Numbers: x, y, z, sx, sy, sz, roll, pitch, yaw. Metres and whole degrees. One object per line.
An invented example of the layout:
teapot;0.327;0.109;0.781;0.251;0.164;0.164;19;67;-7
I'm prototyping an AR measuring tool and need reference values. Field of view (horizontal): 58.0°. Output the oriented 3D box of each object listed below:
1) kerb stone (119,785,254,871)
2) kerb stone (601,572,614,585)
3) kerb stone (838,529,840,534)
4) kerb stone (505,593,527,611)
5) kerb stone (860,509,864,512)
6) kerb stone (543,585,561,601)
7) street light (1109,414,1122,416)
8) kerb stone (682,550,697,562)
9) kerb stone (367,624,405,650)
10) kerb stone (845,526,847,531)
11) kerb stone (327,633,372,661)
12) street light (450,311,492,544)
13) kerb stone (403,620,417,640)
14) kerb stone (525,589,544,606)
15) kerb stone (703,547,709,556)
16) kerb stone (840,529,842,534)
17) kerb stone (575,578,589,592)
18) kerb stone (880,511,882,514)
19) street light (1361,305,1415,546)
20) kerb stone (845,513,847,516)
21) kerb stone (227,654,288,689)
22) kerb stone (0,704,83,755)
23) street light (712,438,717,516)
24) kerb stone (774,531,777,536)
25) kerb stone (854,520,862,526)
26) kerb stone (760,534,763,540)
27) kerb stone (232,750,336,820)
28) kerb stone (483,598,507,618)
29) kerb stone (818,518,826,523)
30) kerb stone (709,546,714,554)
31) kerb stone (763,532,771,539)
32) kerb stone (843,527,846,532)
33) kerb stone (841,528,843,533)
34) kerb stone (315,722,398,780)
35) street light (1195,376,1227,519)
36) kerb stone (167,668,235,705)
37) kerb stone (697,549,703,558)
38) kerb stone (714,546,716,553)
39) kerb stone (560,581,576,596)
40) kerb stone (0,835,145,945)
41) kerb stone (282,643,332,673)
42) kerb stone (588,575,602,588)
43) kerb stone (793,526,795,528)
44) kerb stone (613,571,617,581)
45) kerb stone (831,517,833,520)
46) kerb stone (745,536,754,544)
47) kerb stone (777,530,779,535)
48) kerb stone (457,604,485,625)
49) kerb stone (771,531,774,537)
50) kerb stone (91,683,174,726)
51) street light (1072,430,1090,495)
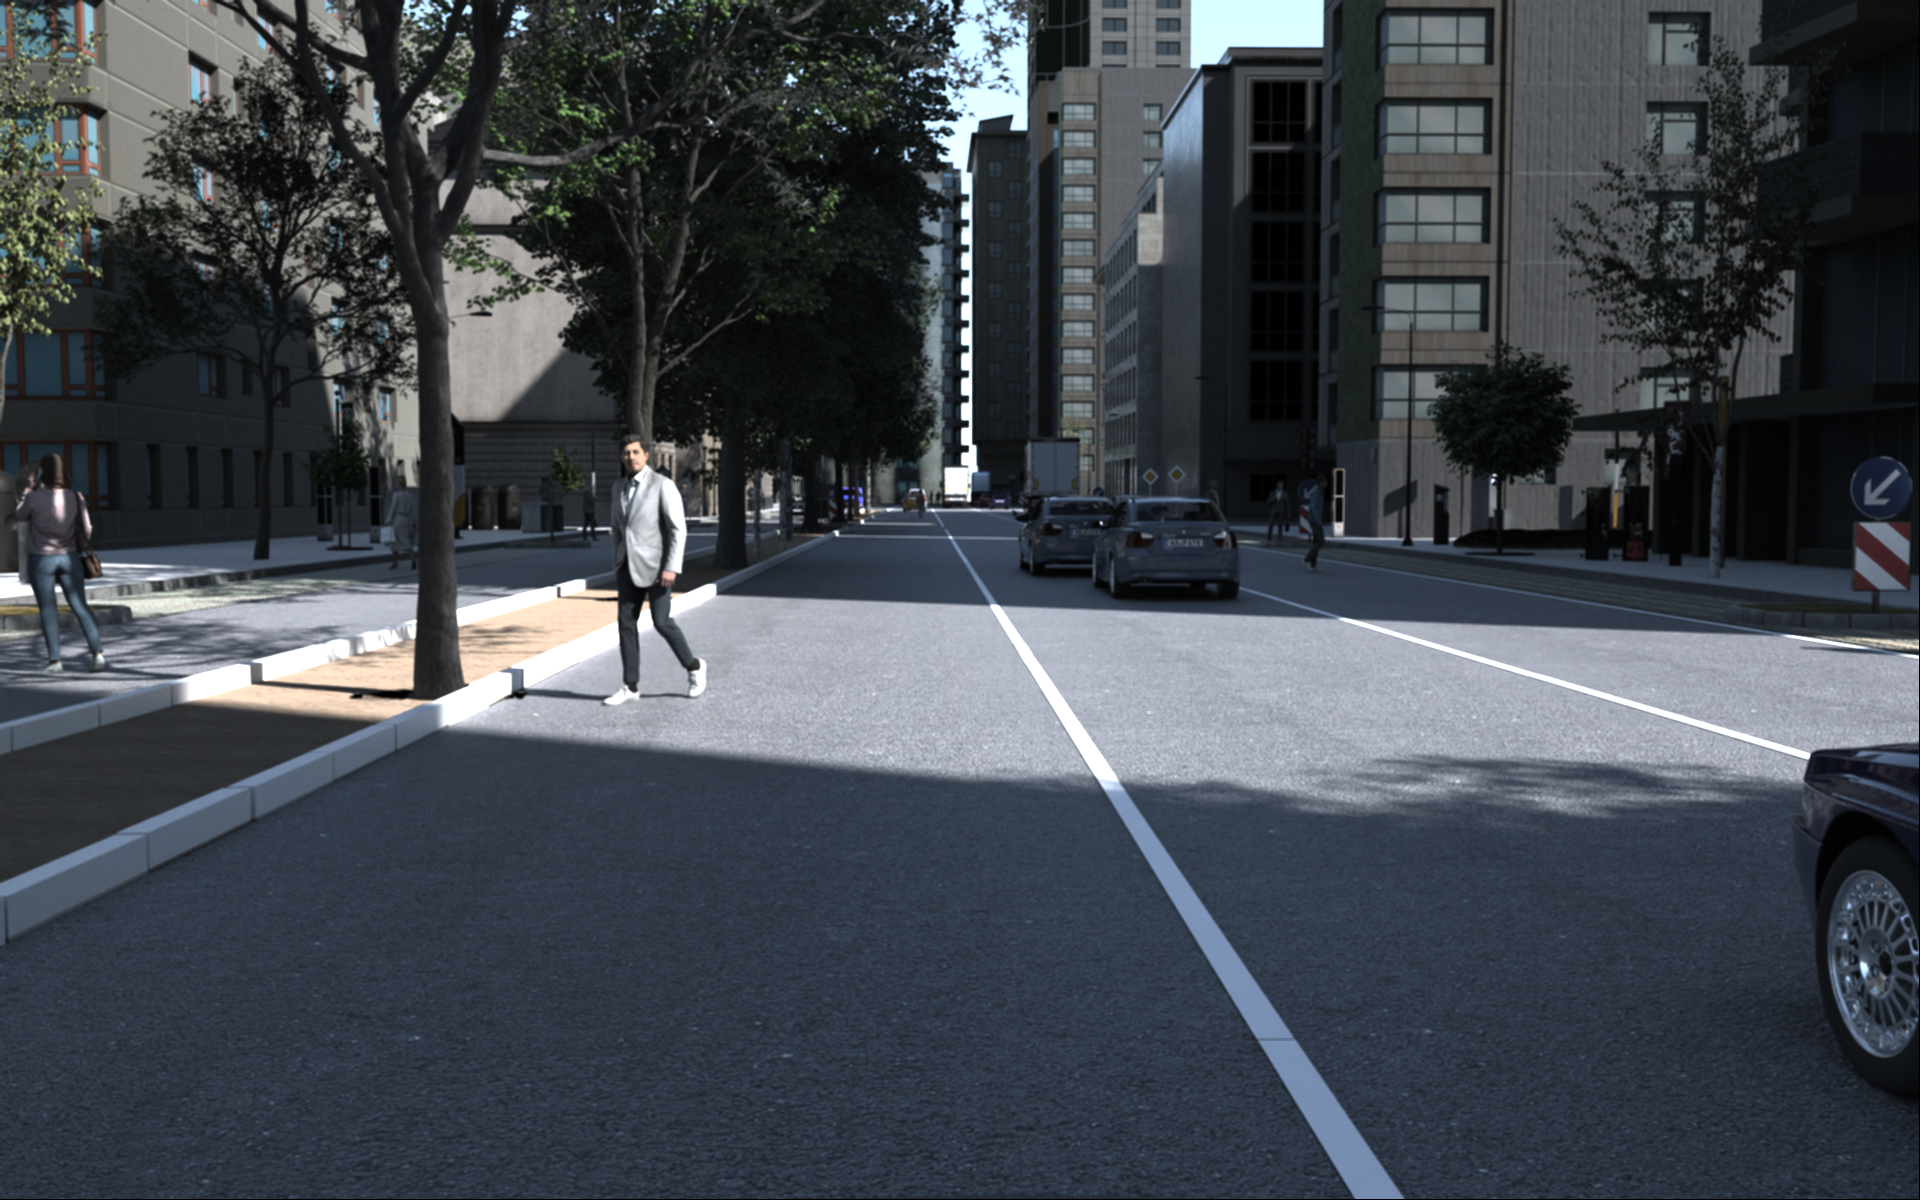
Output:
kerb stone;-3.147;0.926;7.063;0.120;0.150;1.000;0;4;-1
kerb stone;-5.687;-0.319;27.514;0.120;0.150;1.000;0;4;-1
kerb stone;-4.278;-2.268;59.304;0.120;0.150;1.000;0;4;-1
kerb stone;-5.552;0.052;21.363;0.120;0.150;1.000;0;4;-1
kerb stone;-8.336;-7.815;149.965;0.120;0.150;1.000;0;4;-1
kerb stone;-5.596;-0.075;23.415;0.120;0.150;1.000;0;4;-1
street light;9.334;-7.820;100.398;1.470;5.913;1.316;0;4;-1
kerb stone;-5.909;-0.951;37.746;0.120;0.150;1.000;0;4;-1
kerb stone;-5.443;0.365;16.246;0.120;0.150;1.000;0;4;-1
kerb stone;-4.389;-2.582;64.417;0.120;0.150;1.000;0;4;-1
kerb stone;-5.417;0.426;15.224;0.120;0.150;1.000;0;4;-1
street light;-12.589;-4.381;44.163;1.470;5.913;1.316;0;4;-1
kerb stone;-5.463;0.301;17.268;0.120;0.150;1.000;0;4;-1
kerb stone;-5.579;-0.012;22.388;0.120;0.150;1.000;0;4;-1
kerb stone;-5.951;-1.076;39.790;0.120;0.150;1.000;0;4;-1
kerb stone;-4.294;-2.332;60.327;0.120;0.150;1.000;0;4;-1
kerb stone;-5.648;-0.200;25.464;0.120;0.150;1.000;0;4;-1
kerb stone;-5.504;-5.755;116.295;0.120;0.150;1.000;0;4;-1
street light;10.547;-4.291;42.702;1.470;5.913;1.316;0;4;-1
kerb stone;-7.664;-5.936;119.247;0.120;0.150;1.000;0;4;-1
kerb stone;-5.369;0.553;13.159;0.120;0.150;1.000;0;4;-1
kerb stone;-5.310;0.741;10.079;0.120;0.150;1.000;0;4;-1
street light;-13.843;-7.878;101.345;1.470;5.913;1.316;0;4;-1
kerb stone;-6.354;-2.205;58.248;0.120;0.150;1.000;0;4;-1
kerb stone;-4.721;-3.552;80.362;0.120;0.150;1.000;0;4;-1
kerb stone;-6.241;-1.892;53.124;0.120;0.150;1.000;0;4;-1
kerb stone;-3.163;0.862;8.103;0.120;0.150;1.000;0;4;-1
kerb stone;-5.532;0.113;20.341;0.120;0.150;1.000;0;4;-1
kerb stone;-6.981;-3.992;87.504;0.120;0.150;1.000;0;4;-1
kerb stone;-5.968;-1.139;40.812;0.120;0.150;1.000;0;4;-1
kerb stone;-6.309;-2.080;56.196;0.120;0.150;1.000;0;4;-1
kerb stone;-4.363;-2.520;63.396;0.120;0.150;1.000;0;4;-1
kerb stone;-4.317;-2.395;61.349;0.120;0.150;1.000;0;4;-1
kerb stone;-3.189;0.799;9.125;0.120;0.150;1.000;0;4;-1
street light;9.958;-5.865;68.441;1.470;5.913;1.316;0;4;-1
kerb stone;-5.360;0.619;12.133;0.120;0.150;1.000;0;4;-1
kerb stone;-5.926;-1.014;38.768;0.120;0.150;1.000;0;4;-1
kerb stone;-5.994;-1.201;41.835;0.120;0.150;1.000;0;4;-1
kerb stone;-5.617;-0.137;24.442;0.120;0.150;1.000;0;4;-1
kerb stone;-3.118;0.991;6.040;0.120;0.150;1.000;0;4;-1
kerb stone;-5.400;0.490;14.185;0.120;0.150;1.000;0;4;-1
kerb stone;-5.661;-0.260;26.486;0.120;0.150;1.000;0;4;-1
kerb stone;-6.572;-2.830;68.538;0.120;0.150;1.000;0;4;-1
kerb stone;-5.706;-0.381;28.536;0.120;0.150;1.000;0;4;-1
kerb stone;-7.117;-4.371;93.655;0.120;0.150;1.000;0;4;-1
kerb stone;-6.192;-1.766;51.069;0.120;0.150;1.000;0;4;-1
kerb stone;-6.363;-2.268;59.273;0.120;0.150;1.000;0;4;-1
kerb stone;-5.508;0.176;19.315;0.120;0.150;1.000;0;4;-1
kerb stone;-6.332;-2.142;57.221;0.120;0.150;1.000;0;4;-1
kerb stone;-5.333;0.681;11.101;0.120;0.150;1.000;0;4;-1
street light;8.865;-9.397;126.177;1.470;5.913;1.316;0;4;-1
